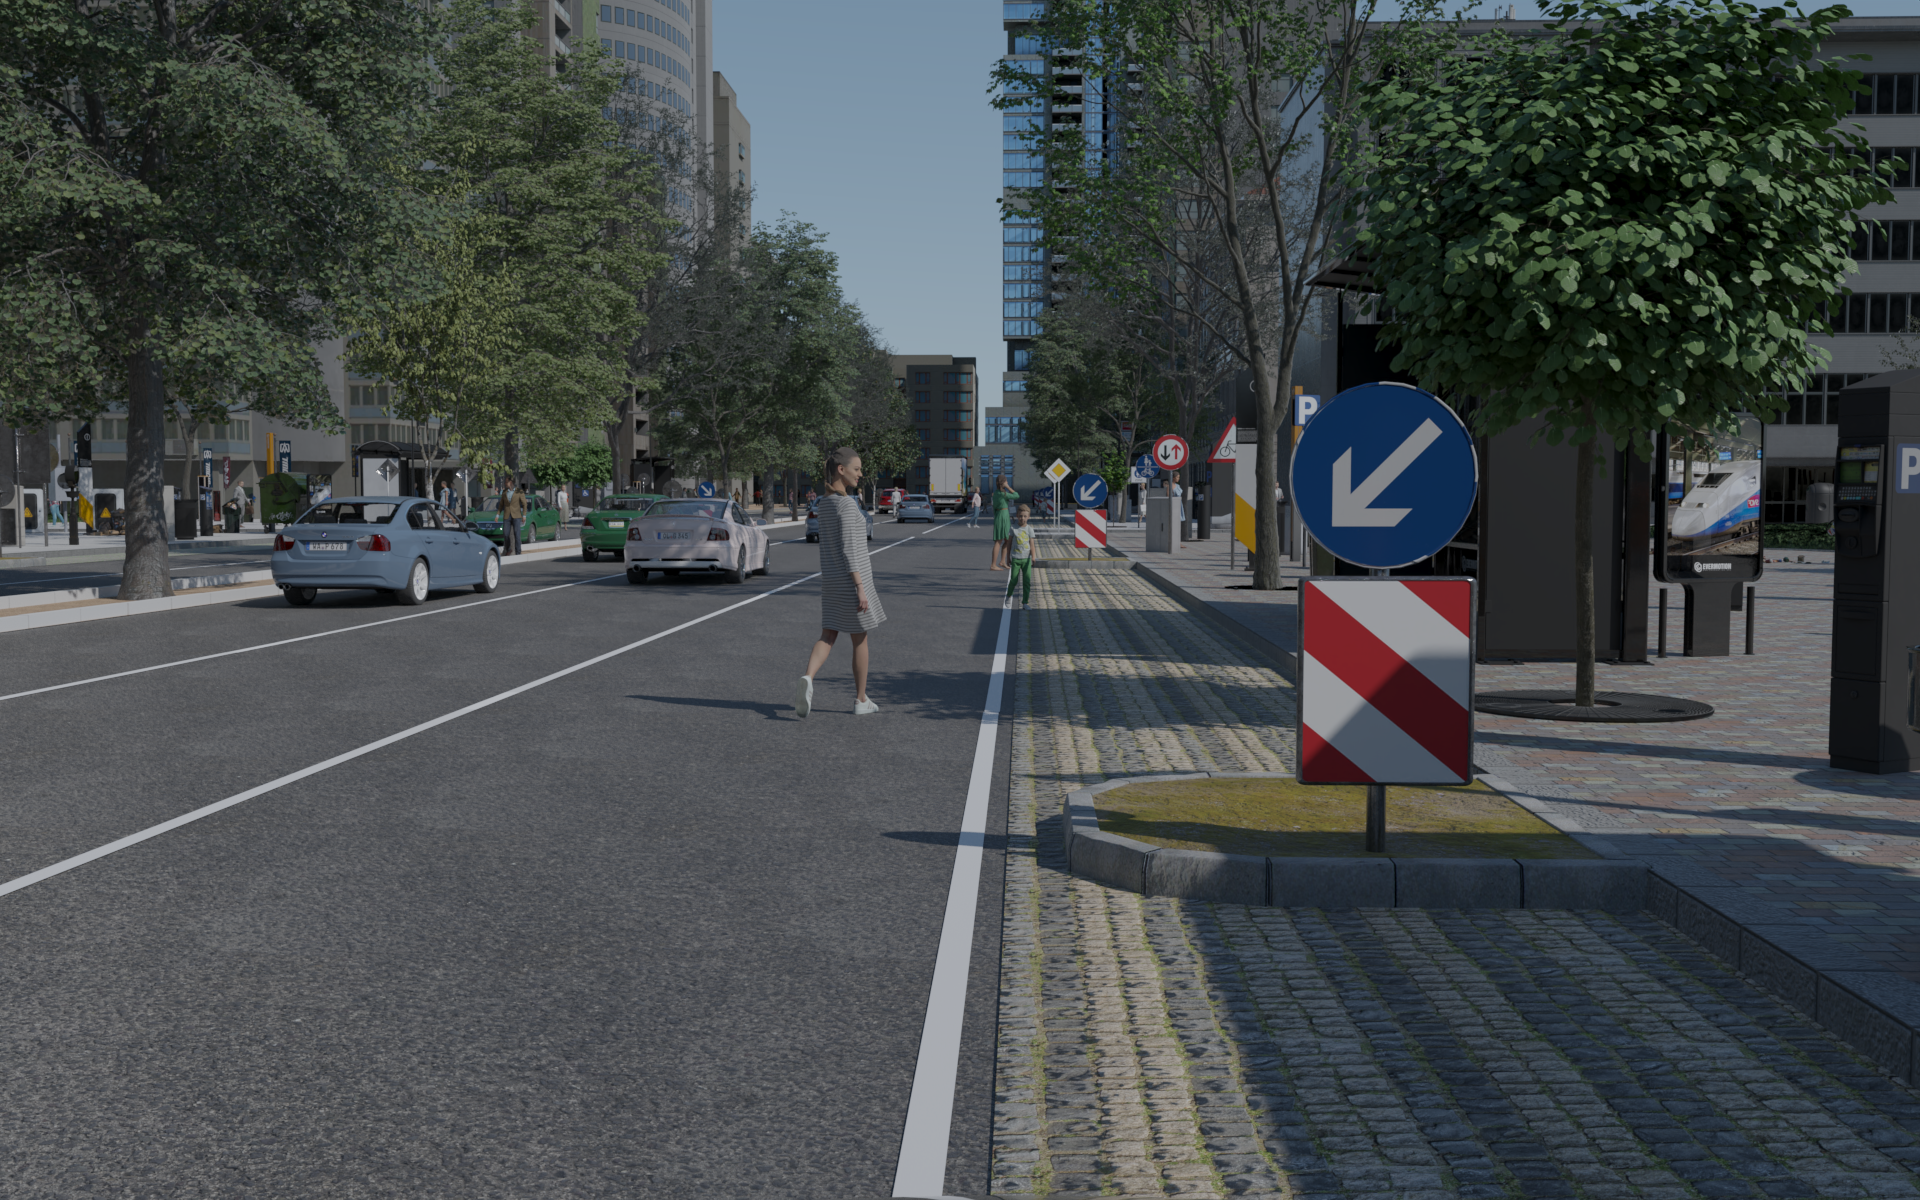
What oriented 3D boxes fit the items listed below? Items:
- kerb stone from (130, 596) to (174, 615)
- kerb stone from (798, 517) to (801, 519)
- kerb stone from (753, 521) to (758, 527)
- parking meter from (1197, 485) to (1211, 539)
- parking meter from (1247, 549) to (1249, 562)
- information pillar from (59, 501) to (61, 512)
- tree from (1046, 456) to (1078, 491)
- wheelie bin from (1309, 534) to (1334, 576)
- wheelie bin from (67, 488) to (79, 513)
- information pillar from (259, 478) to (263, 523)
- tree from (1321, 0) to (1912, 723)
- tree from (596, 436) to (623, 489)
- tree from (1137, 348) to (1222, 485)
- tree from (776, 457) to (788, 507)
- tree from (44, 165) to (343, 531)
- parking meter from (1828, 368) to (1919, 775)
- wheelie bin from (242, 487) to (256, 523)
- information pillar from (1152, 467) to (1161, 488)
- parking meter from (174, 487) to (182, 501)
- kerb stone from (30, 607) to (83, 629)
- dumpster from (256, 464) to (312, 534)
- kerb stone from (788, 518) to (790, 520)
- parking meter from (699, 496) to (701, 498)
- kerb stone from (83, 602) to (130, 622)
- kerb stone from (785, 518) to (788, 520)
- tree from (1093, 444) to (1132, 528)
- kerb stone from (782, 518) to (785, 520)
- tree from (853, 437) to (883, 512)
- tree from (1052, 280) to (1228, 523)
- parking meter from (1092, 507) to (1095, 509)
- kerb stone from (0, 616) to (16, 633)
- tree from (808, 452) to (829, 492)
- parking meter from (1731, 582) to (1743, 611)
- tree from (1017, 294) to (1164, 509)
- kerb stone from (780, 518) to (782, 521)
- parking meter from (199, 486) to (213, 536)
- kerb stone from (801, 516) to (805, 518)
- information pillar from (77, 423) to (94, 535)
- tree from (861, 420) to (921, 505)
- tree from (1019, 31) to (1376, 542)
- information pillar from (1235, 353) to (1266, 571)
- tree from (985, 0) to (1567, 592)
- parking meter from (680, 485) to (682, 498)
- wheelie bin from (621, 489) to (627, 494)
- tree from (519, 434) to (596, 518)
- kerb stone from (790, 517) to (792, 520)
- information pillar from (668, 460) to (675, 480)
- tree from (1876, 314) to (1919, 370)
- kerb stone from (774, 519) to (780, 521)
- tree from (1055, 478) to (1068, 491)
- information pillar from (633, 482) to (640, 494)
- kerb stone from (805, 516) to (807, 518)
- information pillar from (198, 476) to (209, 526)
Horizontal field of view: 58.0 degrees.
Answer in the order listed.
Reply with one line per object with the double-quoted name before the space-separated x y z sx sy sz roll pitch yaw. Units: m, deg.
"kerb stone" -9.837 0.080 20.923 0.120 0.150 1.000 0 4 2
"kerb stone" -9.134 -4.535 96.339 0.120 0.150 1.000 0 4 2
"kerb stone" -9.673 -3.656 81.980 0.120 0.150 1.000 0 4 2
"parking meter" 6.930 -2.496 49.215 0.372 1.533 0.369 0 3 0
"parking meter" 5.662 -1.500 32.930 0.372 1.533 0.369 0 3 0
"information pillar" -44.266 -4.918 84.896 0.304 2.012 0.304 -3 4 -37
"tree" 8.655 -11.799 143.272 4.737 8.622 4.395 0 3 0
"wheelie bin" 5.609 -1.128 26.354 0.693 1.594 0.980 0 4 5
"wheelie bin" -43.232 -4.673 84.313 0.980 1.594 0.693 -1 4 -13
"information pillar" -31.076 -4.458 77.383 0.304 2.012 0.304 2 4 24
"tree" 3.830 -1.625 10.290 4.285 4.588 4.351 0 3 0
"tree" -20.123 -6.785 94.645 4.285 4.588 4.351 0 3 0
"tree" 10.453 -8.134 83.345 4.737 8.622 4.395 0 3 0
"tree" -15.299 -17.372 209.789 9.928 11.665 9.643 0 3 0
"tree" -21.993 -7.015 49.115 7.601 10.594 8.767 3 4 38
"parking meter" 4.267 -0.142 8.027 0.399 1.863 0.255 -2 4 -27
"wheelie bin" -32.202 -4.288 78.012 0.980 1.594 0.693 -1 4 -17
"information pillar" 10.661 -6.279 94.018 0.504 3.616 0.183 -1 4 -17
"parking meter" -23.405 -2.648 51.700 0.372 1.533 0.369 0 3 0
"kerb stone" -9.918 0.203 18.875 0.120 0.150 1.000 0 4 2
"dumpster" -21.782 -3.291 56.305 1.502 2.255 1.985 0 4 2
"kerb stone" -9.299 -4.284 92.231 0.120 0.150 1.000 0 4 2
"parking meter" -18.093 -7.091 121.647 0.399 1.863 0.255 1 4 17
"kerb stone" -9.885 0.141 19.897 0.120 0.150 1.000 0 4 2
"kerb stone" -9.327 -4.221 91.202 0.120 0.150 1.000 0 4 2
"tree" 5.885 -4.406 66.638 1.663 3.219 1.824 0 3 0
"kerb stone" -9.373 -4.158 90.181 0.120 0.150 1.000 0 4 2
"tree" -6.457 -10.829 129.876 4.360 8.622 3.978 0 3 0
"tree" 7.398 -8.651 75.861 7.601 10.594 8.767 3 5 43
"parking meter" 6.762 -4.942 86.508 0.399 1.863 0.255 1 4 10
"kerb stone" -9.948 0.269 17.847 0.120 0.150 1.000 0 4 2
"tree" -15.879 -14.536 188.024 4.737 8.622 4.395 0 3 0
"parking meter" 8.497 -0.817 19.071 0.255 1.863 0.399 1 4 22
"tree" 7.982 -12.239 106.763 9.857 13.997 8.962 0 3 0
"kerb stone" -9.408 -4.096 89.159 0.120 0.150 1.000 0 4 2
"parking meter" -22.968 -2.713 52.767 0.372 1.533 0.369 0 3 0
"kerb stone" -9.069 -4.660 98.392 0.120 0.150 1.000 0 4 2
"information pillar" -27.388 -3.846 54.244 0.183 3.616 0.504 1 4 20
"tree" -6.835 -11.430 123.757 8.767 10.594 7.601 0 4 2
"tree" 6.092 -8.308 46.206 12.009 13.543 11.850 0 3 0
"information pillar" 4.828 -2.288 28.757 0.504 3.616 0.183 0 4 7
"tree" 4.187 -5.951 23.047 9.928 11.665 9.643 0 3 0
"parking meter" -18.722 -6.705 115.343 0.399 1.863 0.255 1 4 13
"wheelie bin" -21.908 -6.408 112.672 0.980 1.594 0.693 0 4 -5
"tree" -20.678 -6.318 87.019 4.285 4.588 4.351 0 3 0
"kerb stone" -9.261 -4.347 93.263 0.120 0.150 1.000 0 4 2
"information pillar" -19.199 -7.579 115.263 0.504 3.616 0.183 -3 5 -42
"tree" 28.846 -6.065 49.529 4.360 8.622 3.978 0 3 0
"kerb stone" -9.434 -4.031 88.134 0.120 0.150 1.000 0 4 2
"tree" 11.214 -14.306 184.267 4.360 8.622 3.978 0 3 0
"information pillar" -19.027 -5.965 102.017 0.304 2.012 0.304 2 4 30
"kerb stone" -9.030 -4.718 99.414 0.120 0.150 1.000 0 4 2
"information pillar" -30.545 -4.005 69.967 0.304 2.012 0.304 0 4 7
